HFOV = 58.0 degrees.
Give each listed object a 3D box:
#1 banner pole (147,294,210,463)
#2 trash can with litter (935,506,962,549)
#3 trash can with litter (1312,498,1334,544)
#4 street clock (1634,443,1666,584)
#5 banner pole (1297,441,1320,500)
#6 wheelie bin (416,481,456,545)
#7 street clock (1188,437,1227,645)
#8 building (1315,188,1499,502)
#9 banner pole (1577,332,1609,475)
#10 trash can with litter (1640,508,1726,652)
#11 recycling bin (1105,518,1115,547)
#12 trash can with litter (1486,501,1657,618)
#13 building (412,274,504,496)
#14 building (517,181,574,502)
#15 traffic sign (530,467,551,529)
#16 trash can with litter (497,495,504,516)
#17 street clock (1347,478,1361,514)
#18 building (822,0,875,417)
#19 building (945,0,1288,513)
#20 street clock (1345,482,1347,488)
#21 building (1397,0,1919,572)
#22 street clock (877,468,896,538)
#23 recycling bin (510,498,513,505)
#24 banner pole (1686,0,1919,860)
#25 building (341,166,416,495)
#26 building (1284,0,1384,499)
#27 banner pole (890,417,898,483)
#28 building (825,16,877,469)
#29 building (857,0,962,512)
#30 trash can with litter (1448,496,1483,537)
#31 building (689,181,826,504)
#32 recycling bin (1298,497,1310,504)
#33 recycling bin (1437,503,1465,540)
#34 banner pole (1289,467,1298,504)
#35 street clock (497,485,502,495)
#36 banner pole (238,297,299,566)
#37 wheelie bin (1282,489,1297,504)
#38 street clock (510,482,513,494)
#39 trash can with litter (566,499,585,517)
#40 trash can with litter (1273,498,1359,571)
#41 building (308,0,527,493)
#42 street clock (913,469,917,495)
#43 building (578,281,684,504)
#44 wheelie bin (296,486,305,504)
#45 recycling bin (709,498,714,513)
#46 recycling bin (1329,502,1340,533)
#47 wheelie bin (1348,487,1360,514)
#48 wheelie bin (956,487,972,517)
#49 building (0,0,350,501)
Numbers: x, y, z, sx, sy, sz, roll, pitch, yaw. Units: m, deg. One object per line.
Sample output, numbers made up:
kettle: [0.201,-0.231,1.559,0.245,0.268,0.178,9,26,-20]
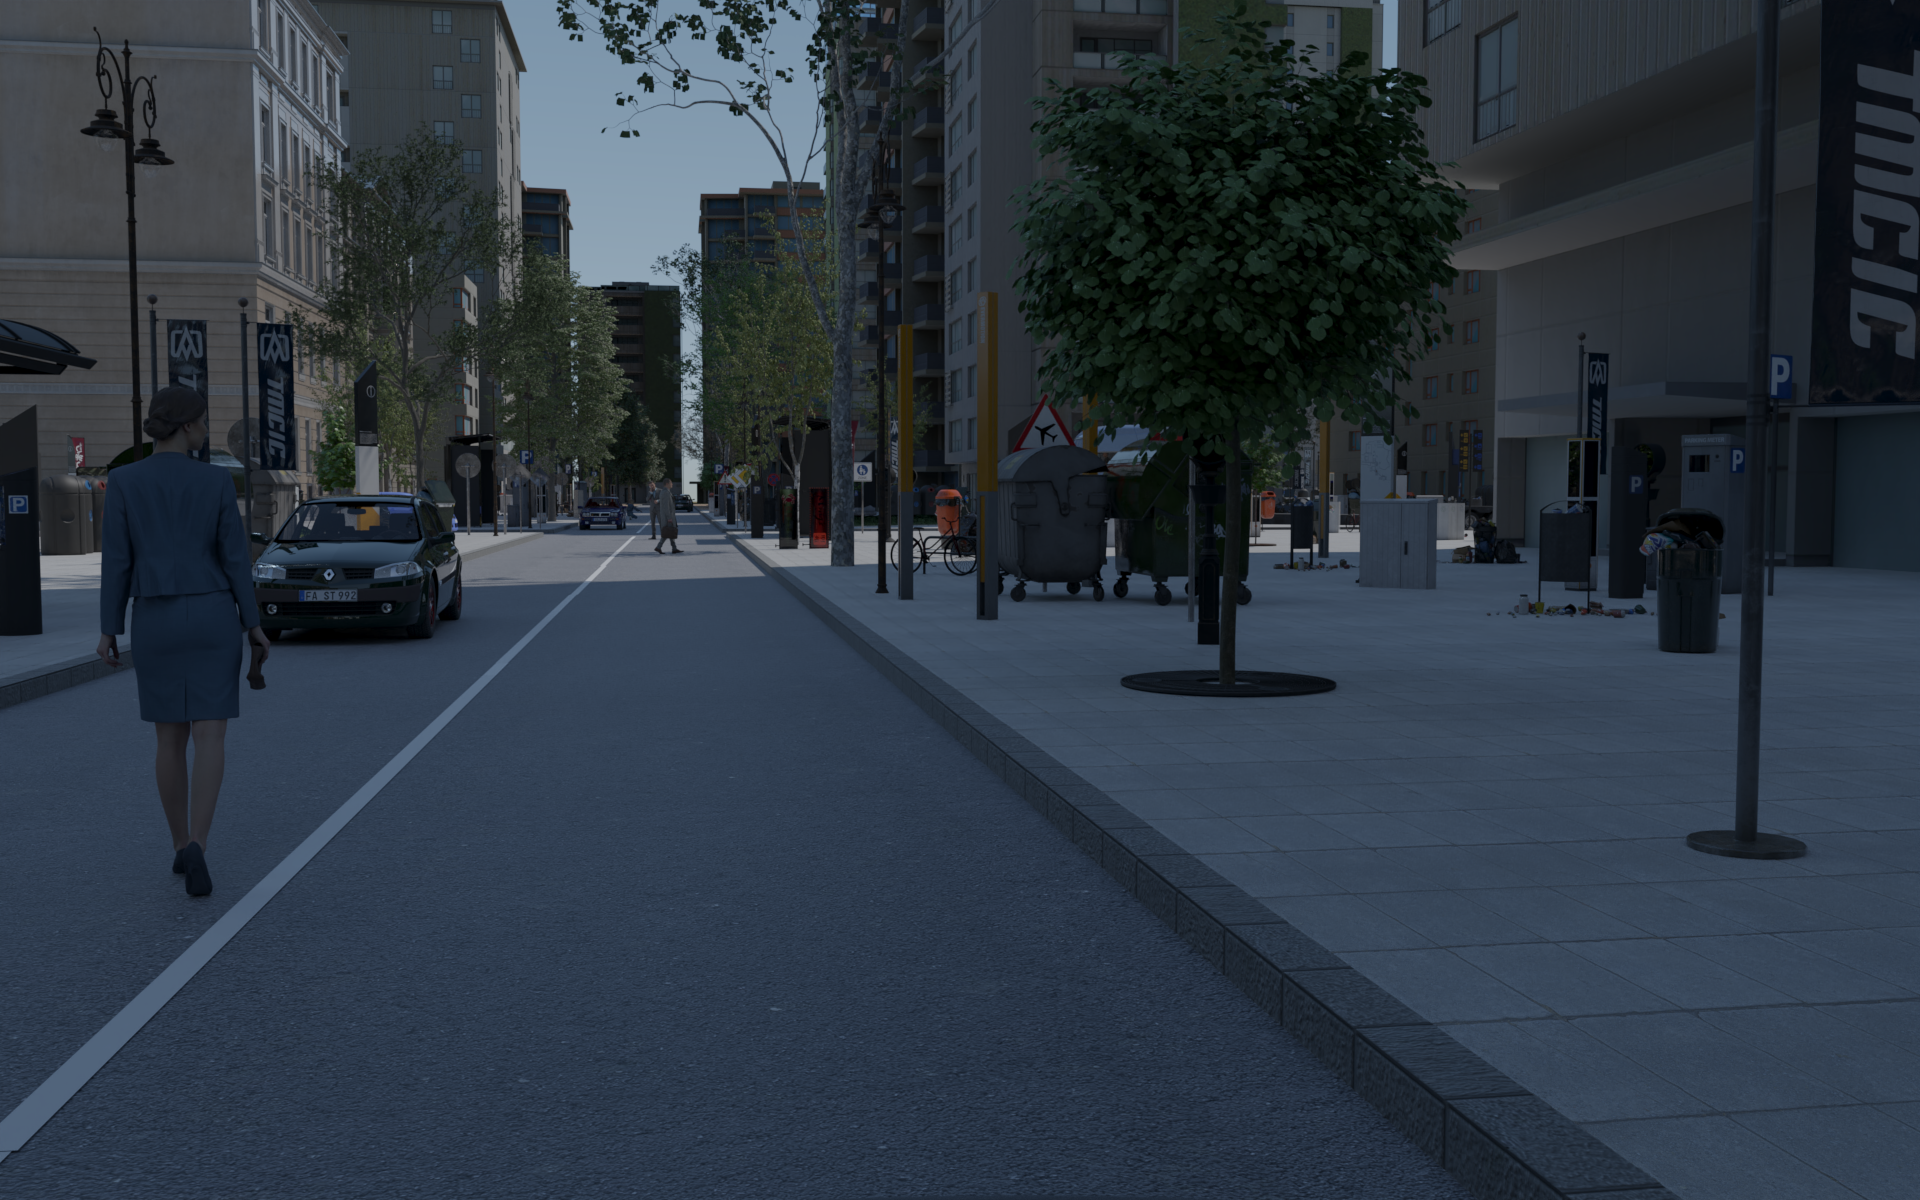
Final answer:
banner pole: [-9.890,-1.947,21.851,0.863,3.779,0.401,-1,4,-14]
trash can with litter: [-0.266,-1.775,40.404,0.624,1.170,1.055,0,3,0]
trash can with litter: [9.140,-2.024,44.478,0.624,1.170,1.055,2,4,33]
street clock: [9.805,-1.233,24.734,0.358,2.002,0.471,-1,4,-22]
banner pole: [16.509,-5.607,81.689,0.863,3.779,0.401,-2,4,-33]
wheelie bin: [-12.277,-1.990,40.451,0.693,1.594,0.980,2,4,28]
street clock: [2.128,-0.623,14.764,0.471,2.002,0.358,1,4,9]
building: [38.669,-15.372,96.378,28.899,21.520,27.650,-1,4,-9]
banner pole: [9.803,-2.261,26.979,0.863,3.779,0.401,-2,4,-29]
trash can with litter: [5.992,-0.179,14.313,0.624,1.170,1.055,2,4,27]
recycling bin: [3.845,-1.804,42.048,0.722,1.027,0.722,-2,4,-35]
trash can with litter: [6.803,-0.444,18.323,2.233,1.210,1.678,1,4,23]
building: [-54.908,-18.567,148.616,27.650,21.520,28.899,-1,4,-9]
building: [-67.971,-35.653,237.548,28.867,44.769,22.147,-1,4,-9]
traffic sign: [-15.551,-3.700,64.132,0.795,2.450,0.064,-1,4,-9]
trash can with litter: [-27.262,-5.553,101.854,1.678,1.210,2.233,-1,4,-15]
street clock: [18.252,-4.610,79.949,0.471,2.002,0.358,0,4,-1]
building: [-6.242,-53.623,189.401,22.319,86.520,31.000,-1,4,-9]
building: [7.081,-24.554,85.058,14.086,41.232,14.154,-1,4,-9]
street clock: [20.166,-5.193,89.471,0.358,2.002,0.471,-3,5,-44]
building: [25.730,-26.949,29.858,28.713,52.752,27.495,-1,4,-9]
street clock: [-2.006,-2.619,47.395,0.471,2.002,0.358,2,4,32]
recycling bin: [-29.345,-6.247,114.699,0.722,1.027,0.722,0,4,-1]
banner pole: [3.052,-0.981,6.054,0.863,3.779,0.401,2,4,26]
building: [-41.916,-17.672,108.018,14.460,24.649,34.723,-1,4,-9]
building: [32.193,-40.360,201.884,28.212,58.520,21.231,-1,4,-9]
banner pole: [-1.725,-3.616,49.143,0.863,3.779,0.401,3,4,37]
building: [-4.258,-28.727,153.275,14.154,41.232,14.086,-1,4,-9]
building: [4.548,-28.383,118.693,22.147,44.769,28.867,-1,4,-9]
trash can with litter: [14.653,-2.498,51.898,1.678,1.210,2.233,1,4,12]
building: [-23.906,-36.123,245.232,28.867,44.769,22.147,-1,4,-9]
recycling bin: [25.399,-7.058,127.948,0.722,1.027,0.722,2,4,24]
recycling bin: [13.674,-2.209,48.670,0.722,1.027,0.722,-3,4,-37]
banner pole: [20.354,-7.066,105.545,0.863,3.779,0.401,0,4,6]
street clock: [-35.663,-7.907,133.842,0.471,2.002,0.358,-1,4,-10]
banner pole: [-8.948,-1.974,22.297,0.863,3.779,0.401,-3,5,-41]
wheelie bin: [20.499,-6.099,107.626,0.980,1.594,0.693,2,4,27]
street clock: [-23.322,-5.280,90.896,0.358,2.002,0.471,3,5,44]
trash can with litter: [-21.643,-5.262,97.424,0.624,1.170,1.055,2,4,25]
trash can with litter: [6.229,-1.147,29.810,2.233,1.210,1.678,-3,4,-38]
building: [-60.988,-36.381,184.065,27.495,52.752,28.713,-1,4,-9]
street clock: [-1.409,-2.611,47.254,0.471,2.002,0.358,0,4,4]
building: [-45.366,-28.565,238.742,14.107,30.474,14.160,-1,4,-9]
wheelie bin: [-25.046,-3.500,65.136,0.980,1.594,0.693,3,5,43]
recycling bin: [-16.908,-6.572,120.009,0.722,1.027,0.722,-3,5,-43]
recycling bin: [12.227,-2.747,57.471,0.722,1.027,0.722,1,4,16]
wheelie bin: [17.183,-4.107,75.052,0.693,1.594,0.980,1,4,16]
wheelie bin: [0.083,-4.166,76.026,0.980,1.594,0.693,3,5,40]
building: [-37.068,-18.037,80.815,13.634,28.700,20.117,-1,4,-9]
